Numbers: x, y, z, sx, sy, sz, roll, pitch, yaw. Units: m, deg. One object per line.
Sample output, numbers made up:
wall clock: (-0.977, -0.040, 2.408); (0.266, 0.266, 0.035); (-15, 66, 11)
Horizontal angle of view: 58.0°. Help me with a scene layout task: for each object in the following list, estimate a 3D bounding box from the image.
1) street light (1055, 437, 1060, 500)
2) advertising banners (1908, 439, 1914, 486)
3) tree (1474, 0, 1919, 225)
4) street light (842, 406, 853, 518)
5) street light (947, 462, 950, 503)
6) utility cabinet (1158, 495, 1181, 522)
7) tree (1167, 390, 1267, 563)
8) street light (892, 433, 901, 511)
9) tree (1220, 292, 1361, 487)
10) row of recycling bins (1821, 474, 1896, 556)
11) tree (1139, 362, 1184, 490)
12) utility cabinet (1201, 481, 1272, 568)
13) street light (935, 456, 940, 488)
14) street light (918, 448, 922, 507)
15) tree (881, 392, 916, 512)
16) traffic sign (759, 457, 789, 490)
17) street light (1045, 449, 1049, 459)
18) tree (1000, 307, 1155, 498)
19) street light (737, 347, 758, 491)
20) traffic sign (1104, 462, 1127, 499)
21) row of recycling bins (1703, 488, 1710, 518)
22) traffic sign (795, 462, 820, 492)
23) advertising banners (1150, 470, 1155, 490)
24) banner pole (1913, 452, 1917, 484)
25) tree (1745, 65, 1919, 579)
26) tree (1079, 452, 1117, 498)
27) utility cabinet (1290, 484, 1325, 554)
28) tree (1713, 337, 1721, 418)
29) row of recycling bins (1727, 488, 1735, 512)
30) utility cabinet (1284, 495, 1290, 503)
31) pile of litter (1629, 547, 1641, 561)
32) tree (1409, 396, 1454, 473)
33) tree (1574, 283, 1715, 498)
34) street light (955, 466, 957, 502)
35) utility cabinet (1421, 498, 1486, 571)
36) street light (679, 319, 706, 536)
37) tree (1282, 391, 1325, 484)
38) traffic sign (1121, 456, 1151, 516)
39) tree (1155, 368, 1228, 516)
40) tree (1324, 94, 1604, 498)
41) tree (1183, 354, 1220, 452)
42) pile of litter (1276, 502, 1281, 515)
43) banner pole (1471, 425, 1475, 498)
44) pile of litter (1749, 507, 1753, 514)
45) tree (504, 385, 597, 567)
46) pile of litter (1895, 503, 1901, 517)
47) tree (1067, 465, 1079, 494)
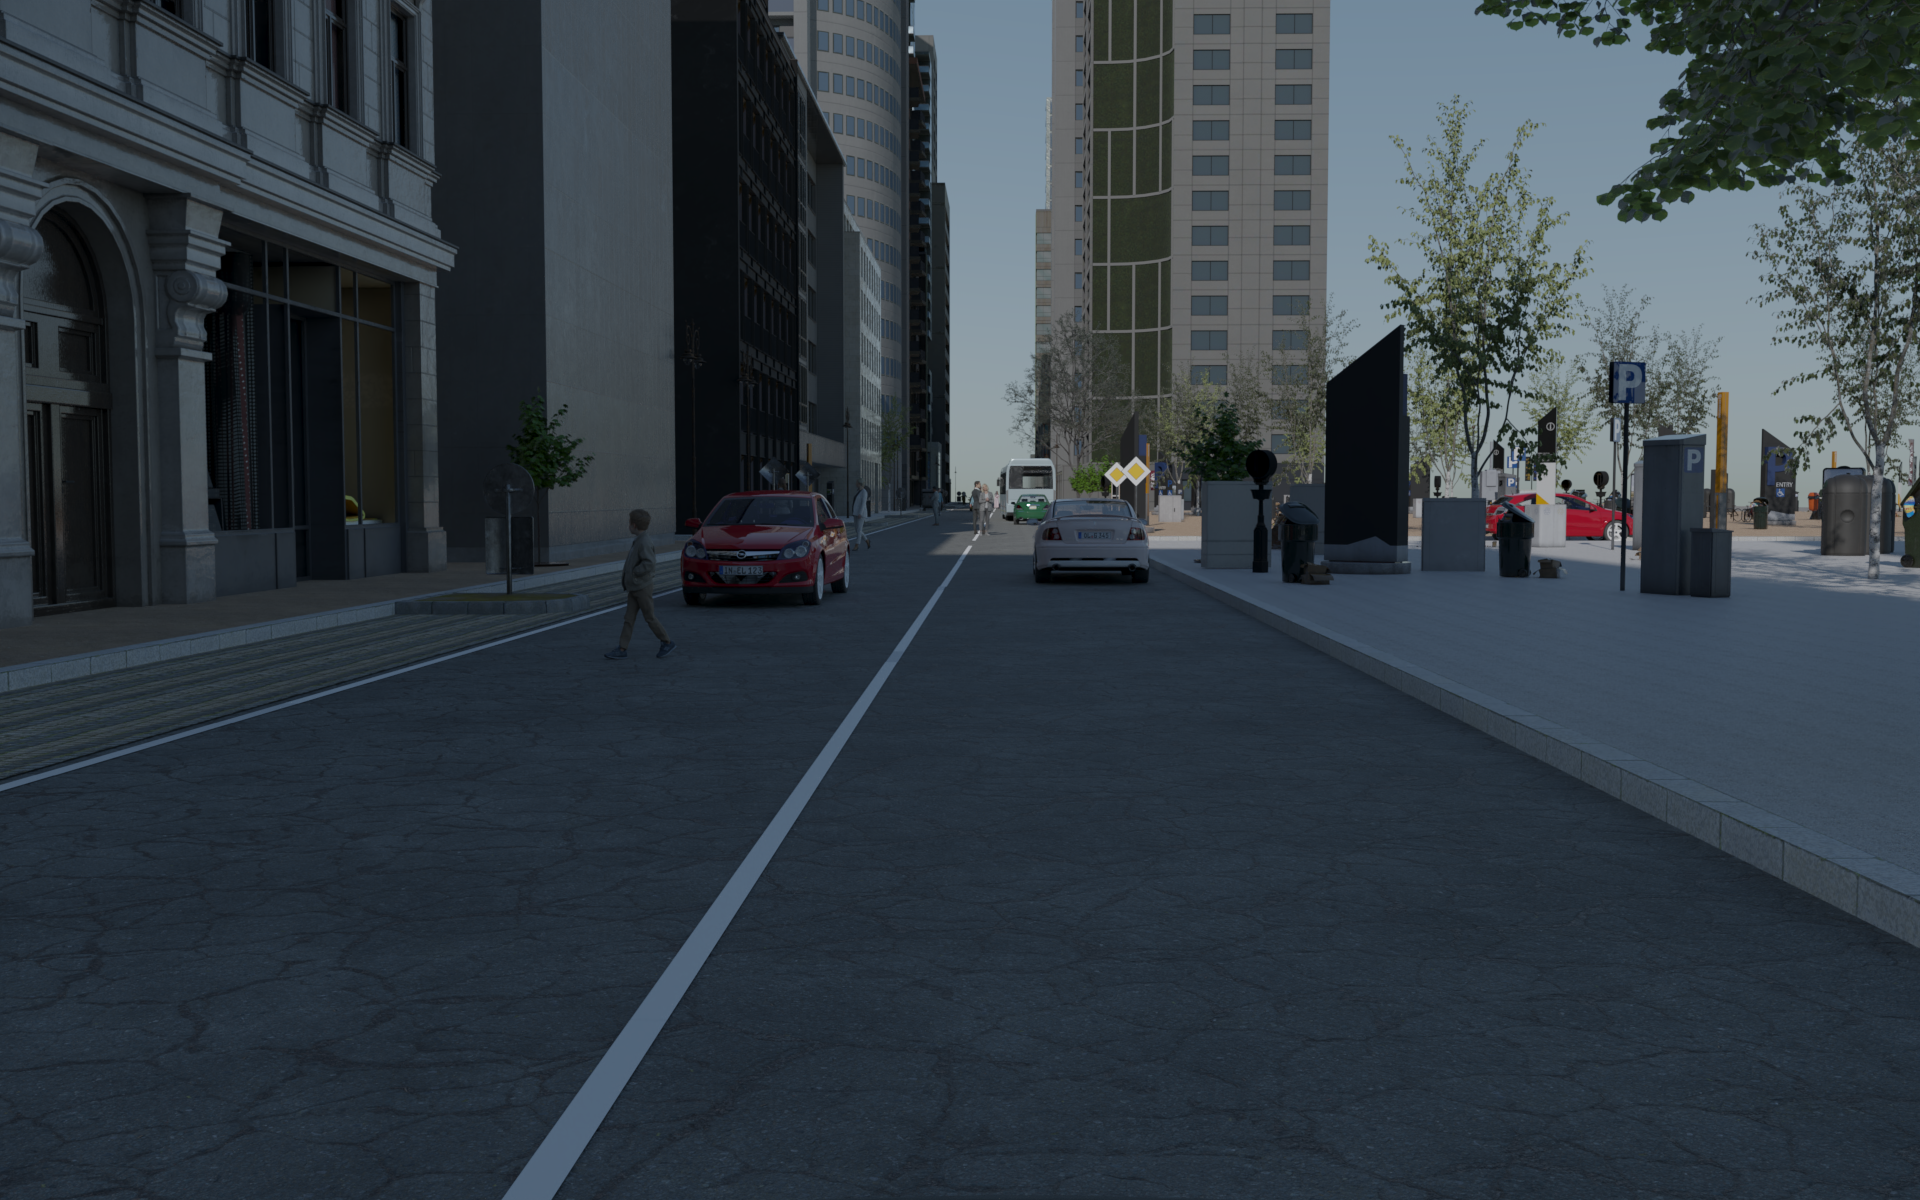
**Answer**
street light: (7.374, -9.734, 131.930); (0.468, 5.910, 1.993); (0, 4, 1)
advertising banners: (30.722, -3.631, 55.560); (2.074, 3.025, 0.090); (-3, 5, -44)
tree: (5.460, -5.475, 7.649); (7.486, 12.596, 7.792); (0, 3, 0)
street light: (-5.934, -7.261, 91.497); (0.468, 5.910, 1.993); (0, 4, 1)
street light: (-1.669, -17.049, 251.537); (0.468, 5.910, 1.993); (0, 4, 1)
utility cabinet: (9.644, -4.185, 79.589); (1.020, 1.237, 0.306); (0, 4, -3)
tree: (4.963, -2.298, 32.166); (1.663, 3.219, 1.824); (0, 3, 0)
street light: (-4.736, -9.700, 131.389); (0.468, 5.910, 1.993); (0, 4, 1)
tree: (12.578, -6.900, 63.171); (4.360, 8.622, 3.978); (0, 3, 0)
row of recycling bins: (19.332, -1.837, 37.141); (1.069, 1.692, 3.534); (3, 5, 39)
tree: (11.638, -8.713, 92.825); (4.360, 8.622, 3.978); (0, 3, 0)
utility cabinet: (4.757, -1.293, 29.824); (1.173, 1.500, 0.318); (-1, 4, -12)
street light: (-2.670, -14.780, 214.445); (0.468, 5.910, 1.993); (0, 4, 1)
street light: (-3.856, -11.969, 168.479); (0.468, 5.910, 1.993); (0, 4, 1)
tree: (-5.307, -10.614, 123.903); (4.737, 8.622, 4.395); (0, 3, 0)
traffic sign: (-4.995, -2.622, 46.516); (0.795, 2.450, 0.064); (0, 4, 1)
street light: (8.439, -11.984, 168.730); (0.468, 5.910, 1.993); (0, 4, 1)
tree: (7.731, -12.494, 114.654); (12.009, 13.543, 11.850); (0, 3, 0)
street light: (-6.706, -5.016, 54.798); (0.468, 5.910, 1.993); (0, 4, 1)
traffic sign: (4.904, -3.094, 54.226); (0.795, 2.450, 0.064); (0, 4, 1)
row of recycling bins: (38.005, -5.229, 92.606); (3.534, 1.692, 1.069); (1, 4, 14)
traffic sign: (-4.786, -3.110, 54.499); (0.795, 2.450, 0.064); (0, 4, 1)
advertising banners: (14.954, -8.045, 127.720); (2.074, 3.025, 0.090); (1, 4, 17)
banner pole: (55.596, -6.786, 100.961); (0.401, 3.779, 0.863); (1, 4, 11)
tree: (13.911, -4.635, 26.139); (4.360, 8.622, 3.978); (0, 3, 0)
tree: (6.593, -5.048, 77.140); (1.663, 3.219, 1.824); (0, 3, 0)
utility cabinet: (7.551, -1.723, 36.849); (0.318, 1.500, 1.173); (-3, 4, -36)
tree: (31.155, -7.639, 75.261); (4.360, 8.622, 3.978); (0, 3, 0)
row of recycling bins: (53.291, -7.067, 122.664); (1.069, 1.692, 3.534); (-2, 4, -27)
utility cabinet: (21.621, -6.225, 112.942); (1.020, 1.237, 0.306); (-2, 4, -26)
pile of litter: (13.768, -1.218, 33.885); (1.719, 0.858, 1.176); (-1, 4, -21)
tree: (33.734, -10.700, 125.304); (4.360, 8.622, 3.978); (0, 3, 0)
tree: (23.177, -6.711, 60.091); (4.360, 8.622, 3.978); (0, 3, 0)
street light: (-0.731, -19.293, 288.231); (0.468, 5.910, 1.993); (0, 4, 1)
utility cabinet: (8.228, -1.085, 28.895); (1.020, 1.237, 0.306); (1, 4, 12)
street light: (-7.050, -4.467, 45.815); (0.468, 5.910, 1.993); (0, 4, 1)
tree: (24.986, -10.648, 124.451); (4.737, 8.622, 4.395); (0, 3, 0)
traffic sign: (4.695, -2.606, 46.243); (0.795, 2.450, 0.064); (0, 4, 1)
tree: (13.603, -9.189, 100.607); (4.737, 8.622, 4.395); (0, 3, 0)
tree: (9.573, -4.991, 31.963); (4.737, 8.622, 4.395); (0, 3, 0)
tree: (13.695, -8.293, 85.953); (4.360, 8.622, 3.978); (0, 3, 0)
pile of litter: (16.734, -4.808, 92.571); (1.176, 0.858, 1.719); (-1, 4, -22)
banner pole: (18.623, -4.459, 62.922); (0.401, 3.779, 0.863); (1, 4, 17)
pile of litter: (48.580, -5.583, 105.239); (1.719, 0.858, 1.176); (-1, 4, -17)
tree: (-7.526, -2.212, 30.774); (1.663, 3.219, 1.824); (0, 3, 0)
pile of litter: (51.926, -5.066, 96.792); (1.176, 0.858, 1.719); (0, 4, -1)
tree: (7.207, -6.118, 94.632); (1.663, 3.219, 1.824); (0, 3, 0)
